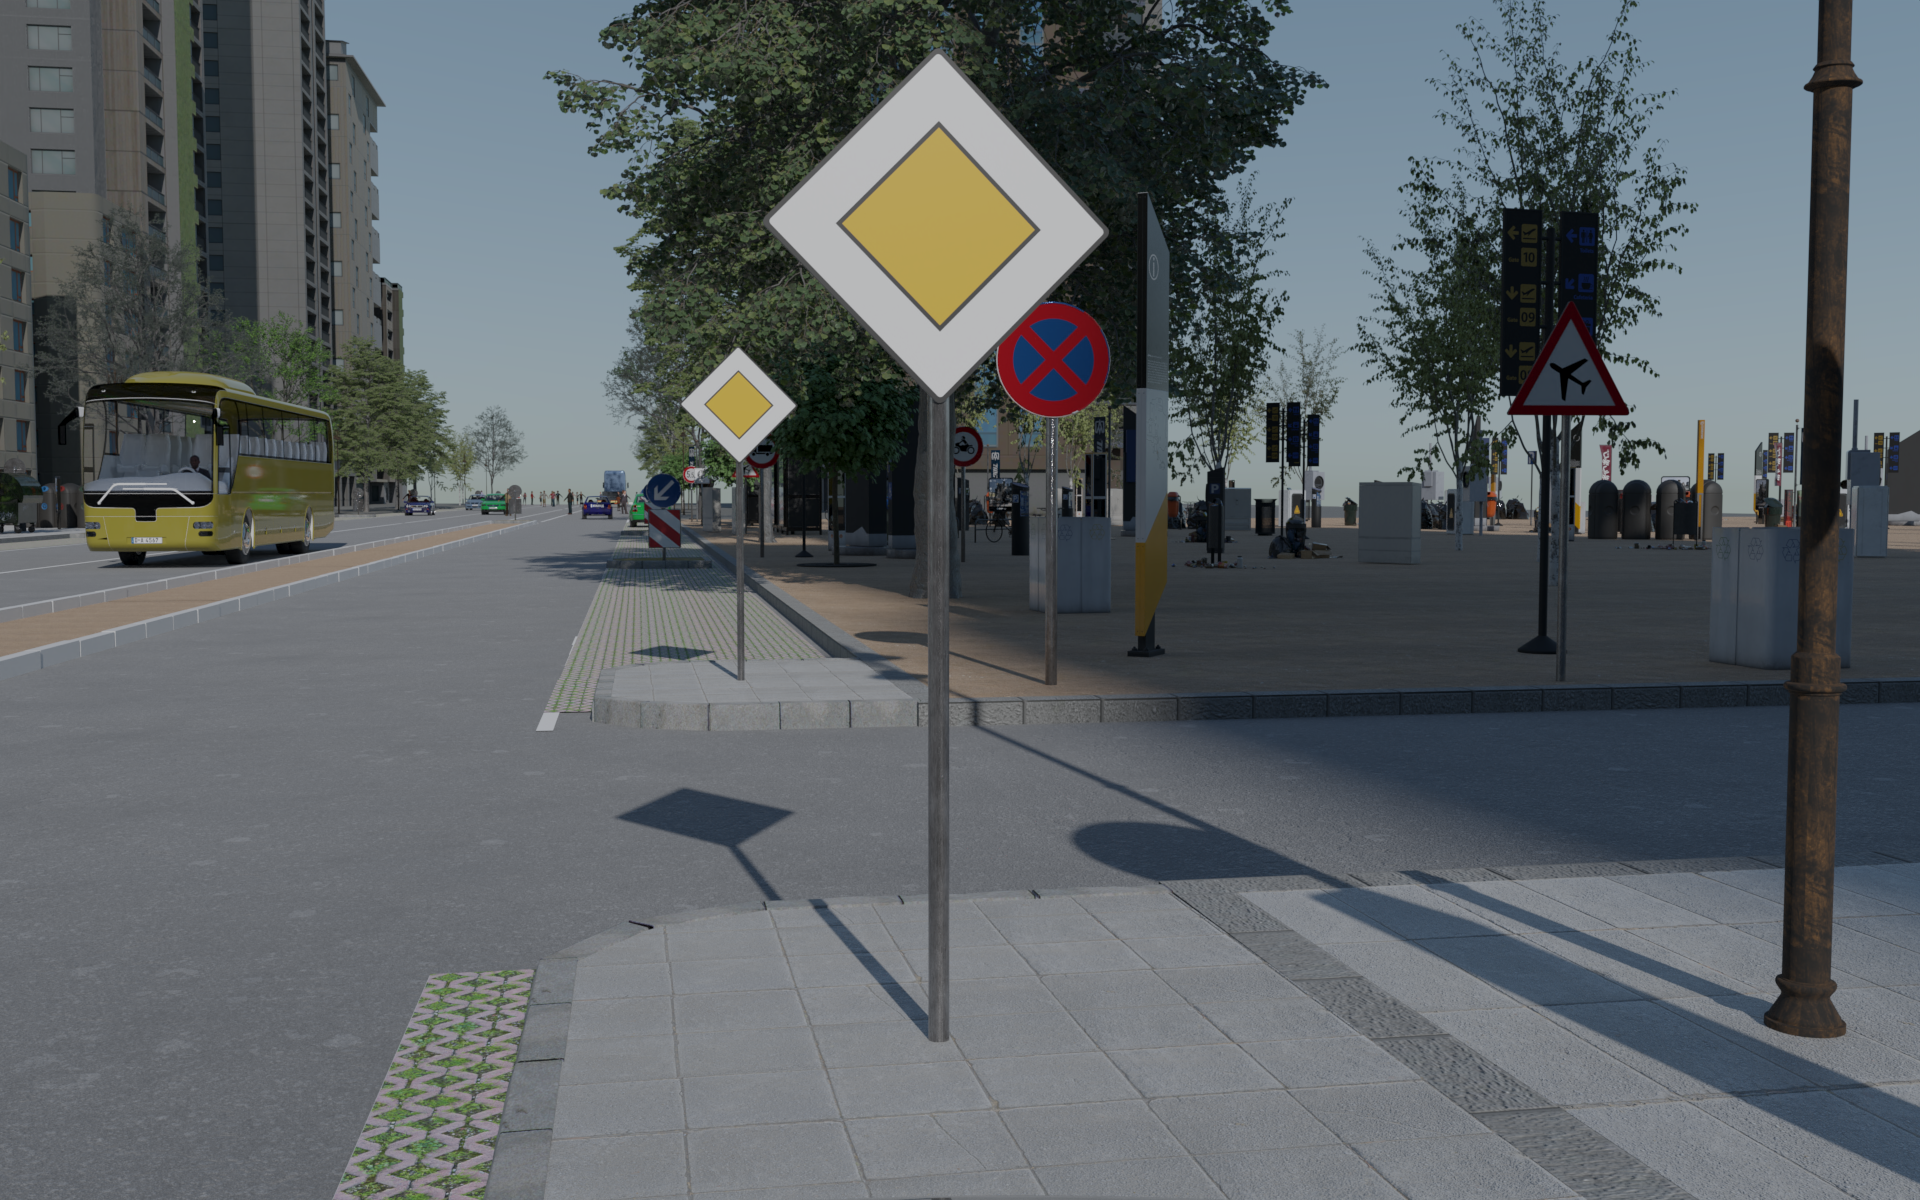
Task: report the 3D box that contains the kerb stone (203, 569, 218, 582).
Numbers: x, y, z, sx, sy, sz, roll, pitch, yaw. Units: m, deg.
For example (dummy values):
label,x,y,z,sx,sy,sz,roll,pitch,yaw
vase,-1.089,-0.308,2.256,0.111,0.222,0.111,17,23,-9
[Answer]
label,x,y,z,sx,sy,sz,roll,pitch,yaw
kerb stone,-12.368,-0.376,28.337,0.120,0.150,1.000,-1,4,-10

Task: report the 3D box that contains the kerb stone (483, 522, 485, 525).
label,x,y,z,sx,sy,sz,roll,pitch,yaw
kerb stone,-21.535,-3.400,77.787,0.120,0.150,1.000,-1,4,-10

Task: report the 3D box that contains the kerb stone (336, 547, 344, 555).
label,x,y,z,sx,sy,sz,roll,pitch,yaw
kerb stone,-14.594,-1.117,40.452,0.120,0.150,1.000,-1,4,-10

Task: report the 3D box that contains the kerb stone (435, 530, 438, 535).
label,x,y,z,sx,sy,sz,roll,pitch,yaw
kerb stone,-18.170,-2.287,59.608,0.120,0.150,1.000,-1,4,-10

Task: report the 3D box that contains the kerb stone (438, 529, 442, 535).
label,x,y,z,sx,sy,sz,roll,pitch,yaw
kerb stone,-18.346,-2.350,60.615,0.120,0.150,1.000,-1,4,-10

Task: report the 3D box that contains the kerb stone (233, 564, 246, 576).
label,x,y,z,sx,sy,sz,roll,pitch,yaw
kerb stone,-12.735,-0.499,30.354,0.120,0.150,1.000,-1,4,-10

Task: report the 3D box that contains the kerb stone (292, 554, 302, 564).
label,x,y,z,sx,sy,sz,roll,pitch,yaw
kerb stone,-13.670,-0.807,35.407,0.120,0.150,1.000,-1,4,-10

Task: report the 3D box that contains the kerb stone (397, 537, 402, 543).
label,x,y,z,sx,sy,sz,roll,pitch,yaw
kerb stone,-16.473,-1.723,50.529,0.120,0.150,1.000,-1,4,-10

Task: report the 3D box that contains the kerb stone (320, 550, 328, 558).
label,x,y,z,sx,sy,sz,roll,pitch,yaw
kerb stone,-14.230,-0.993,38.432,0.120,0.150,1.000,-1,4,-10

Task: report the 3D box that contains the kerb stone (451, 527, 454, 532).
label,x,y,z,sx,sy,sz,roll,pitch,yaw
kerb stone,-19.098,-2.593,64.657,0.120,0.150,1.000,-1,4,-10

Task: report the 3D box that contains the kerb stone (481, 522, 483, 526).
label,x,y,z,sx,sy,sz,roll,pitch,yaw
kerb stone,-21.350,-3.338,76.772,0.120,0.150,1.000,-1,4,-10

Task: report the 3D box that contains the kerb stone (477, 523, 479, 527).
label,x,y,z,sx,sy,sz,roll,pitch,yaw
kerb stone,-20.969,-3.211,74.750,0.120,0.150,1.000,-1,4,-10

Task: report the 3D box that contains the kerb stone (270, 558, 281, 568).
label,x,y,z,sx,sy,sz,roll,pitch,yaw
kerb stone,-13.302,-0.684,33.387,0.120,0.150,1.000,-1,4,-10

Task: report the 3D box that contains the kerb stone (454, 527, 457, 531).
label,x,y,z,sx,sy,sz,roll,pitch,yaw
kerb stone,-19.288,-2.658,65.667,0.120,0.150,1.000,-1,4,-10

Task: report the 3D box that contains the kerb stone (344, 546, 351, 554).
label,x,y,z,sx,sy,sz,roll,pitch,yaw
kerb stone,-14.795,-1.174,41.461,0.120,0.150,1.000,-1,4,-10

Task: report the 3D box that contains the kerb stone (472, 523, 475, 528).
label,x,y,z,sx,sy,sz,roll,pitch,yaw
kerb stone,-20.590,-3.089,72.735,0.120,0.150,1.000,-1,4,-10

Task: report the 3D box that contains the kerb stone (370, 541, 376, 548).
label,x,y,z,sx,sy,sz,roll,pitch,yaw
kerb stone,-15.544,-1.423,45.486,0.120,0.150,1.000,-1,4,-10

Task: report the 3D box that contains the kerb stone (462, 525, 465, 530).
label,x,y,z,sx,sy,sz,roll,pitch,yaw
kerb stone,-19.847,-2.839,68.692,0.120,0.150,1.000,-1,4,-10

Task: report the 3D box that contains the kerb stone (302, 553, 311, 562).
label,x,y,z,sx,sy,sz,roll,pitch,yaw
kerb stone,-13.857,-0.870,36.423,0.120,0.150,1.000,-1,4,-10

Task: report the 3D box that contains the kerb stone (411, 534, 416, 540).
label,x,y,z,sx,sy,sz,roll,pitch,yaw
kerb stone,-17.035,-1.918,53.559,0.120,0.150,1.000,-1,4,-10

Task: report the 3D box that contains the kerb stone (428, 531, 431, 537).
label,x,y,z,sx,sy,sz,roll,pitch,yaw
kerb stone,-17.787,-2.161,57.587,0.120,0.150,1.000,-1,4,-10

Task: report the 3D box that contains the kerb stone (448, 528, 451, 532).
label,x,y,z,sx,sy,sz,roll,pitch,yaw
kerb stone,-18.914,-2.535,63.640,0.120,0.150,1.000,-1,4,-10

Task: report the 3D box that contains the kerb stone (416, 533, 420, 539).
label,x,y,z,sx,sy,sz,roll,pitch,yaw
kerb stone,-17.215,-1.980,54.568,0.120,0.150,1.000,-1,4,-10

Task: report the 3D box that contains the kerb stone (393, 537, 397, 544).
label,x,y,z,sx,sy,sz,roll,pitch,yaw
kerb stone,-16.290,-1.667,49.523,0.120,0.150,1.000,-1,4,-10

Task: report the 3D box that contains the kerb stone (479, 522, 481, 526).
label,x,y,z,sx,sy,sz,roll,pitch,yaw
kerb stone,-21.165,-3.274,75.767,0.120,0.150,1.000,-1,4,-10

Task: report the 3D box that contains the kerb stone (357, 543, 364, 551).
label,x,y,z,sx,sy,sz,roll,pitch,yaw
kerb stone,-15.159,-1.298,43.478,0.120,0.150,1.000,-1,4,-10

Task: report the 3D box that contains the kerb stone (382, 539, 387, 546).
label,x,y,z,sx,sy,sz,roll,pitch,yaw
kerb stone,-15.919,-1.548,47.512,0.120,0.150,1.000,-1,4,-10

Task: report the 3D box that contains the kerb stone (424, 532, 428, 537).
label,x,y,z,sx,sy,sz,roll,pitch,yaw
kerb stone,-17.599,-2.100,56.582,0.120,0.150,1.000,-1,4,-10

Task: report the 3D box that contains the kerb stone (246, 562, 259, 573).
label,x,y,z,sx,sy,sz,roll,pitch,yaw
kerb stone,-12.920,-0.560,31.359,0.120,0.150,1.000,-1,4,-10

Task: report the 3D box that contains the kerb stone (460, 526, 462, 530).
label,x,y,z,sx,sy,sz,roll,pitch,yaw
kerb stone,-19.656,-2.782,67.681,0.120,0.150,1.000,-1,4,-10

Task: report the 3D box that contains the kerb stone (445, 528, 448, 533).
label,x,y,z,sx,sy,sz,roll,pitch,yaw
kerb stone,-18.720,-2.473,62.637,0.120,0.150,1.000,-1,4,-10

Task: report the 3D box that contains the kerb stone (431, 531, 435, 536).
label,x,y,z,sx,sy,sz,roll,pitch,yaw
kerb stone,-17.972,-2.225,58.599,0.120,0.150,1.000,-1,4,-10

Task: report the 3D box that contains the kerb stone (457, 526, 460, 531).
label,x,y,z,sx,sy,sz,roll,pitch,yaw
kerb stone,-19.472,-2.720,66.672,0.120,0.150,1.000,-1,4,-10

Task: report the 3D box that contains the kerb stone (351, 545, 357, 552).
label,x,y,z,sx,sy,sz,roll,pitch,yaw
kerb stone,-14.985,-1.240,42.471,0.120,0.150,1.000,-1,4,-10

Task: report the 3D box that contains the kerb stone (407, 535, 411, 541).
label,x,y,z,sx,sy,sz,roll,pitch,yaw
kerb stone,-16.857,-1.850,52.553,0.120,0.150,1.000,-1,4,-10

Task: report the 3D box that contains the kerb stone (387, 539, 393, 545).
label,x,y,z,sx,sy,sz,roll,pitch,yaw
kerb stone,-16.101,-1.610,48.517,0.120,0.150,1.000,-1,4,-10

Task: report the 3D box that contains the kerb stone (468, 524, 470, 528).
label,x,y,z,sx,sy,sz,roll,pitch,yaw
kerb stone,-20.230,-2.968,70.717,0.120,0.150,1.000,-1,4,-10

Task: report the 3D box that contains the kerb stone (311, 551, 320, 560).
label,x,y,z,sx,sy,sz,roll,pitch,yaw
kerb stone,-14.039,-0.932,37.428,0.120,0.150,1.000,-1,4,-10

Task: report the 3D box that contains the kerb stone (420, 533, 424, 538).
label,x,y,z,sx,sy,sz,roll,pitch,yaw
kerb stone,-17.416,-2.042,55.576,0.120,0.150,1.000,-1,4,-10

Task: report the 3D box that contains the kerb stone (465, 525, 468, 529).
label,x,y,z,sx,sy,sz,roll,pitch,yaw
kerb stone,-20.030,-2.906,69.702,0.120,0.150,1.000,-1,4,-10

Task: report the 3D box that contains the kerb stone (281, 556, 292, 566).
label,x,y,z,sx,sy,sz,roll,pitch,yaw
kerb stone,-13.487,-0.744,34.398,0.120,0.150,1.000,-1,4,-10

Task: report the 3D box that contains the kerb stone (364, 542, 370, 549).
label,x,y,z,sx,sy,sz,roll,pitch,yaw
kerb stone,-15.353,-1.361,44.482,0.120,0.150,1.000,-1,4,-10

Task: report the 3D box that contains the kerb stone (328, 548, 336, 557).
label,x,y,z,sx,sy,sz,roll,pitch,yaw
kerb stone,-14.420,-1.055,39.445,0.120,0.150,1.000,-1,4,-10

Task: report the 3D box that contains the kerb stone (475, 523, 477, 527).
label,x,y,z,sx,sy,sz,roll,pitch,yaw
kerb stone,-20.781,-3.153,73.745,0.120,0.150,1.000,-1,4,-10

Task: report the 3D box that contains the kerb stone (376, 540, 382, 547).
label,x,y,z,sx,sy,sz,roll,pitch,yaw
kerb stone,-15.725,-1.486,46.496,0.120,0.150,1.000,-1,4,-10

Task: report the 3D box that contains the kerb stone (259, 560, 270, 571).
label,x,y,z,sx,sy,sz,roll,pitch,yaw
kerb stone,-13.105,-0.621,32.370,0.120,0.150,1.000,-1,4,-10

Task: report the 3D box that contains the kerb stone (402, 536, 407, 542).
label,x,y,z,sx,sy,sz,roll,pitch,yaw
kerb stone,-16.666,-1.793,51.532,0.120,0.150,1.000,-1,4,-10

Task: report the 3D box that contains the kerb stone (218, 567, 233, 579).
label,x,y,z,sx,sy,sz,roll,pitch,yaw
kerb stone,-12.546,-0.437,29.343,0.120,0.150,1.000,-1,4,-10

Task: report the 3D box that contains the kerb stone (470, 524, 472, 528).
label,x,y,z,sx,sy,sz,roll,pitch,yaw
kerb stone,-20.412,-3.029,71.725,0.120,0.150,1.000,-1,4,-10

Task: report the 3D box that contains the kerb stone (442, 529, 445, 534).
label,x,y,z,sx,sy,sz,roll,pitch,yaw
kerb stone,-18.540,-2.406,61.619,0.120,0.150,1.000,-1,4,-10
